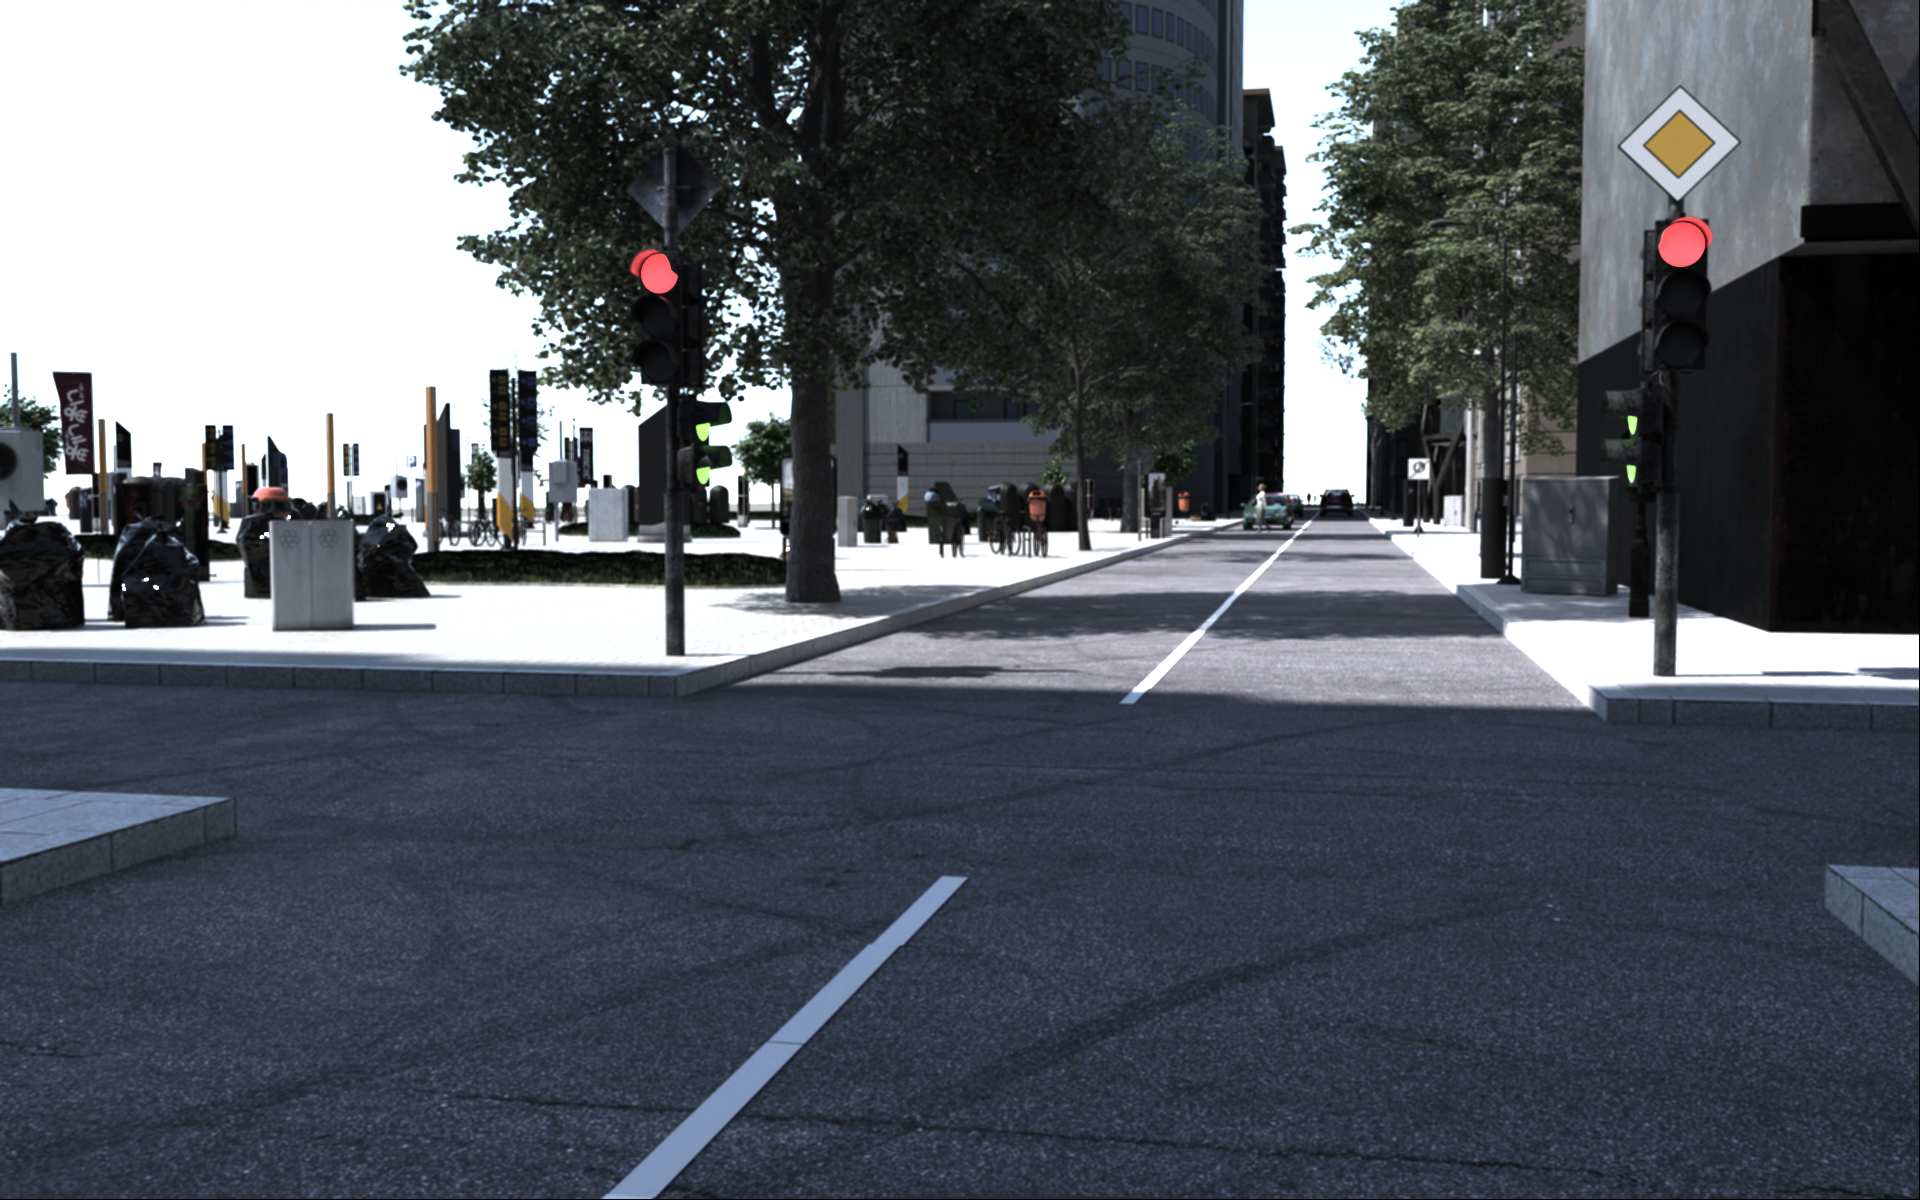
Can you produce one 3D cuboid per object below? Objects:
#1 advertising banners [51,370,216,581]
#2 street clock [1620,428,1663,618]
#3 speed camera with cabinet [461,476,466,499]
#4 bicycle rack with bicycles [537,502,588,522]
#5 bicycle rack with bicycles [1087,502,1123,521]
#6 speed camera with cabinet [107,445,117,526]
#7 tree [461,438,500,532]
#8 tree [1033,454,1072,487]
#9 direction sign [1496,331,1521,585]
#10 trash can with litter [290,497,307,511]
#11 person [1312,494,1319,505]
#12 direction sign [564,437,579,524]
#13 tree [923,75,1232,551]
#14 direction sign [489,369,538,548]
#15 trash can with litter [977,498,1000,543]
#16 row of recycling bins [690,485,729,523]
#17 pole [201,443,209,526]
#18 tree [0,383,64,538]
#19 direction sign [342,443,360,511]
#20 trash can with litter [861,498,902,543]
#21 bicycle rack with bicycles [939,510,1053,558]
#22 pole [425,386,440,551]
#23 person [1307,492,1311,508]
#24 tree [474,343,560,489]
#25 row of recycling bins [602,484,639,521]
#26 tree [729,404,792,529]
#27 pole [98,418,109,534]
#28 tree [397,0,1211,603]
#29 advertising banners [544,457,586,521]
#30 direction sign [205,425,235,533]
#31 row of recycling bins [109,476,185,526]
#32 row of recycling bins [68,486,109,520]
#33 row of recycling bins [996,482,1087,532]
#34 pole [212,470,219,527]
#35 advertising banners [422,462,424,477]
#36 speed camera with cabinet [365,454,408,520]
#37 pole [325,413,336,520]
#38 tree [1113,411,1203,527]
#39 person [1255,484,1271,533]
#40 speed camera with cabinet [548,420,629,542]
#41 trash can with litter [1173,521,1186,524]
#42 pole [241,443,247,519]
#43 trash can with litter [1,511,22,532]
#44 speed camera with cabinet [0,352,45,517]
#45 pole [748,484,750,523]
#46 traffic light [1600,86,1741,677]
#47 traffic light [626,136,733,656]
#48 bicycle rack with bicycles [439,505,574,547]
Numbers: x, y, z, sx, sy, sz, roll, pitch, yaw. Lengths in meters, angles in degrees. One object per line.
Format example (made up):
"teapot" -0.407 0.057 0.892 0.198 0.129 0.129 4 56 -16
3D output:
"advertising banners" -11.915 -1.764 25.033 2.074 3.025 0.090 -2 4 -27
"street clock" 7.095 -0.824 18.037 0.471 2.002 0.358 2 4 25
"speed camera with cabinet" -24.600 -5.429 83.104 0.660 3.252 2.038 1 4 23
"bicycle rack with bicycles" -17.259 -3.736 74.460 2.852 0.926 2.925 -3 4 -37
"bicycle rack with bicycles" 6.824 -4.242 82.745 2.852 0.926 2.925 0 4 3
"speed camera with cabinet" -33.212 -4.610 69.706 2.038 3.252 0.660 -1 4 -10
"tree" -16.272 -3.978 59.638 1.663 3.219 1.824 0 3 0
"tree" 4.457 -5.234 80.172 1.663 3.219 1.824 0 3 0
"direction sign" 7.846 -1.994 24.593 0.379 3.537 0.876 1 4 15
"trash can with litter" -22.985 -2.996 60.376 0.624 1.170 1.055 0 4 -3
"person" 45.991 -12.990 224.149 0.557 1.426 1.065 -3 4 -36
"direction sign" -15.423 -4.697 68.790 0.379 3.537 0.876 2 4 24
"tree" 2.505 -6.407 39.172 7.601 10.594 8.767 0 4 1
"direction sign" -8.143 -2.426 31.666 0.876 3.537 0.379 -2 4 -33
"trash can with litter" 0.869 -2.131 46.223 0.624 1.170 1.055 -2 4 -25
"row of recycling bins" -11.892 -4.212 75.986 3.534 1.692 1.069 -1 4 -16
"pole" -29.987 -4.584 68.787 0.158 3.312 0.155 0 3 0
"tree" -28.071 -4.132 51.265 4.285 4.588 4.351 0 3 0
"direction sign" -27.000 -5.191 76.865 0.876 3.537 0.379 1 4 19
"trash can with litter" -2.053 -2.072 45.265 1.055 1.170 0.624 -1 4 -9
"bicycle rack with bicycles" 0.628 -1.378 35.916 2.852 0.926 2.925 0 4 0
"pole" -9.988 -2.381 32.778 0.158 3.312 0.155 0 3 0
"person" 37.176 -10.708 184.499 0.541 1.710 0.530 0 4 -6
"tree" -21.240 -8.167 83.897 4.737 8.622 4.395 0 3 0
"row of recycling bins" -13.409 -3.943 71.579 3.534 1.692 1.069 2 4 29
"tree" -6.947 -4.899 63.818 4.285 4.588 4.351 0 3 0
"pole" -23.128 -3.237 46.770 0.158 3.312 0.155 0 3 0
"tree" -1.872 -6.949 20.265 9.857 13.997 8.962 0 3 0
"advertising banners" -18.559 -5.226 81.635 2.074 3.025 0.090 -1 4 -10
"direction sign" -24.173 -3.952 56.616 0.876 3.537 0.379 -1 4 -14
"row of recycling bins" -18.420 -2.008 39.948 1.069 1.692 3.534 -1 4 -9
"row of recycling bins" -43.047 -4.906 87.334 3.534 1.692 1.069 -1 4 -12
"row of recycling bins" 2.733 -3.160 58.771 3.534 1.692 1.069 -2 4 -27
"pole" -29.217 -4.532 67.947 0.158 3.312 0.155 0 3 0
"advertising banners" -29.283 -6.063 95.310 0.090 3.025 2.074 -2 4 -32
"speed camera with cabinet" -27.825 -5.486 84.027 0.660 3.252 2.038 3 5 40
"pole" -15.773 -3.032 43.417 0.158 3.312 0.155 0 3 0
"tree" 7.679 -5.107 67.213 4.285 4.588 4.351 0 3 0
"person" 11.098 -3.345 63.411 0.641 1.798 0.478 0 4 5
"speed camera with cabinet" -10.021 -3.203 46.705 2.038 3.252 0.660 0 3 0
"trash can with litter" 8.692 -3.855 74.091 2.233 1.210 1.678 -1 4 -14
"pole" -28.782 -4.635 69.620 0.158 3.312 0.155 0 3 0
"trash can with litter" -30.942 -2.734 56.082 1.055 1.170 0.624 -2 4 -28
"speed camera with cabinet" -13.866 -1.817 24.051 2.038 3.252 0.660 0 4 3
"pole" -9.286 -4.994 75.502 0.158 3.312 0.155 0 3 0
"traffic light" 4.950 -1.418 12.104 0.839 4.253 0.868 1 4 12
"traffic light" -2.246 -1.512 13.650 0.839 4.253 0.868 1 4 12
"bicycle rack with bicycles" -11.590 -1.818 43.110 2.852 0.926 2.925 -2 4 -34
